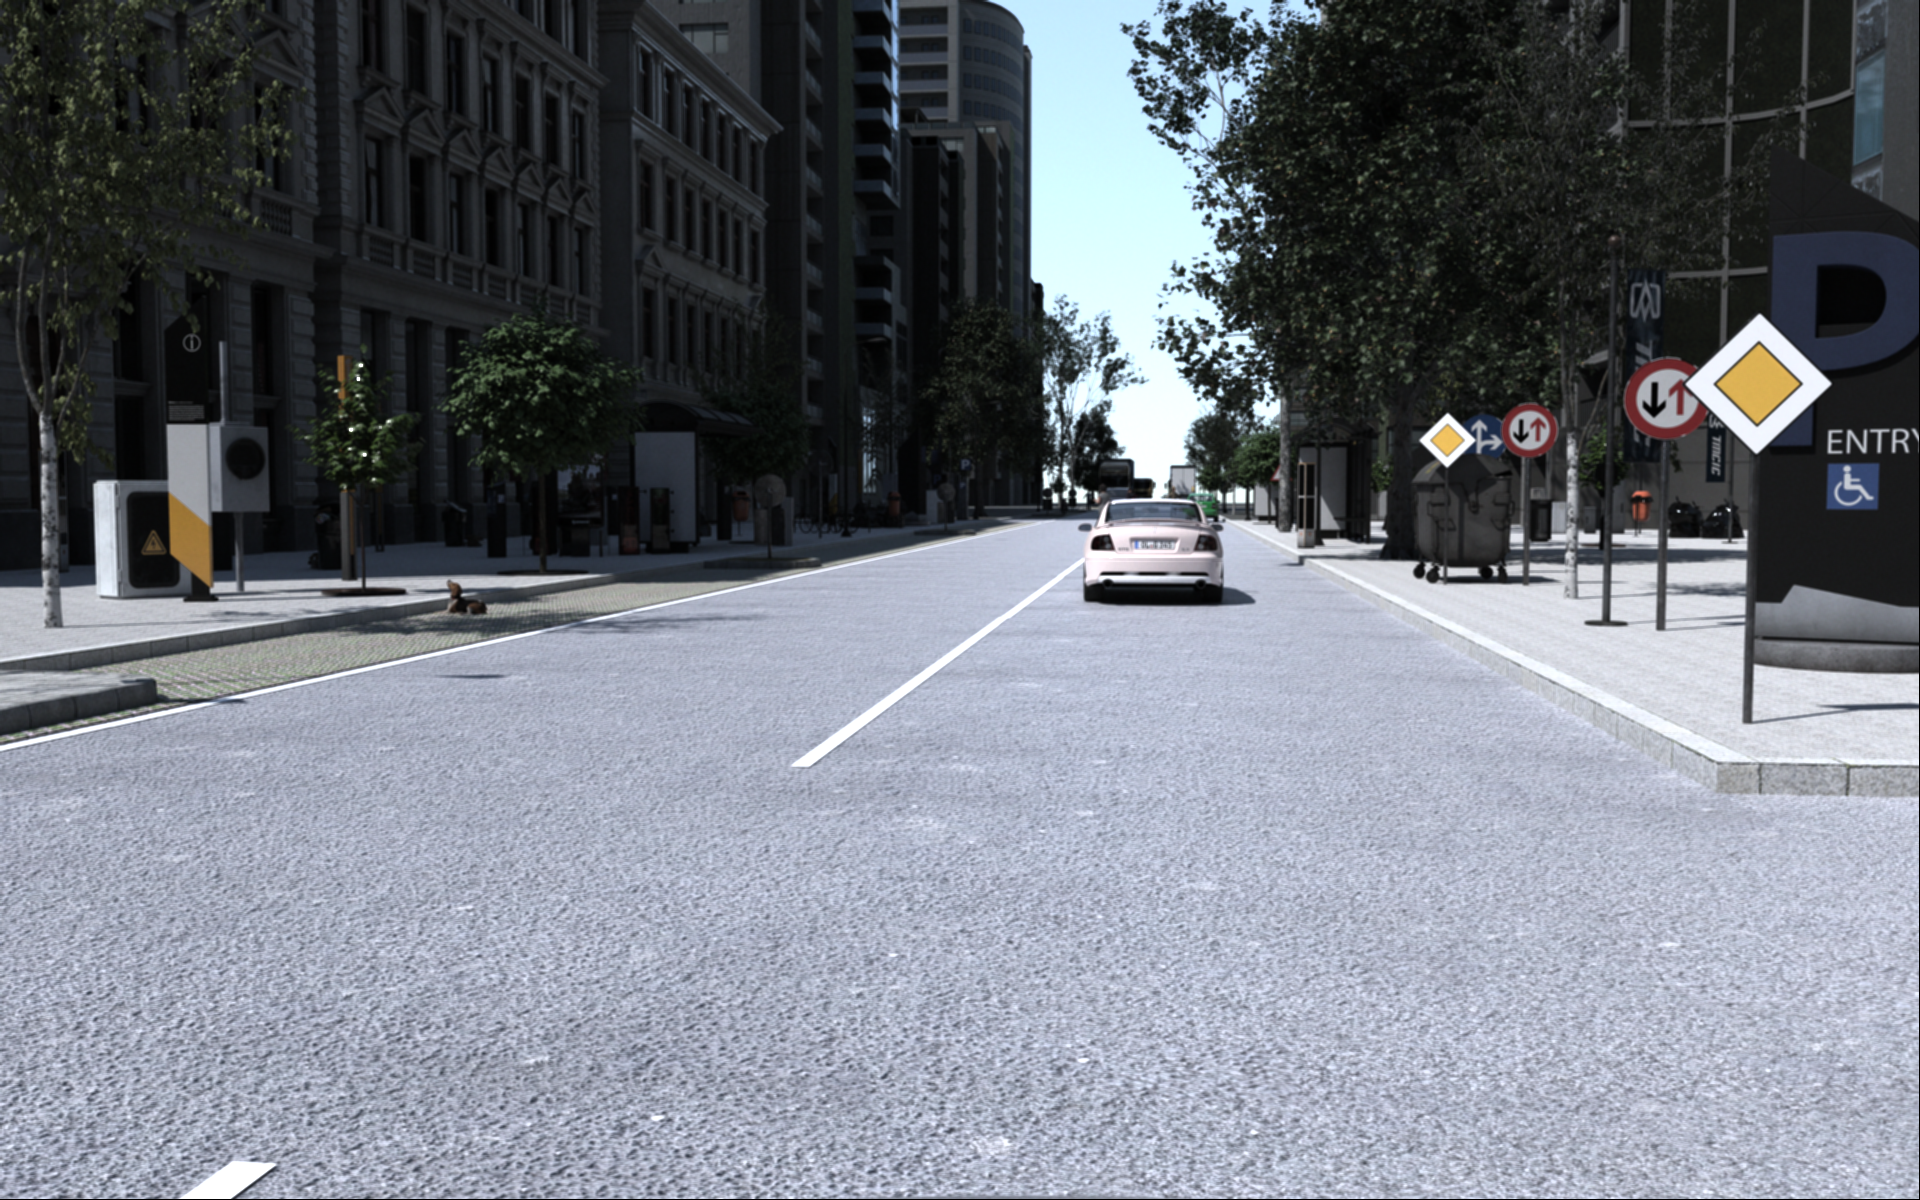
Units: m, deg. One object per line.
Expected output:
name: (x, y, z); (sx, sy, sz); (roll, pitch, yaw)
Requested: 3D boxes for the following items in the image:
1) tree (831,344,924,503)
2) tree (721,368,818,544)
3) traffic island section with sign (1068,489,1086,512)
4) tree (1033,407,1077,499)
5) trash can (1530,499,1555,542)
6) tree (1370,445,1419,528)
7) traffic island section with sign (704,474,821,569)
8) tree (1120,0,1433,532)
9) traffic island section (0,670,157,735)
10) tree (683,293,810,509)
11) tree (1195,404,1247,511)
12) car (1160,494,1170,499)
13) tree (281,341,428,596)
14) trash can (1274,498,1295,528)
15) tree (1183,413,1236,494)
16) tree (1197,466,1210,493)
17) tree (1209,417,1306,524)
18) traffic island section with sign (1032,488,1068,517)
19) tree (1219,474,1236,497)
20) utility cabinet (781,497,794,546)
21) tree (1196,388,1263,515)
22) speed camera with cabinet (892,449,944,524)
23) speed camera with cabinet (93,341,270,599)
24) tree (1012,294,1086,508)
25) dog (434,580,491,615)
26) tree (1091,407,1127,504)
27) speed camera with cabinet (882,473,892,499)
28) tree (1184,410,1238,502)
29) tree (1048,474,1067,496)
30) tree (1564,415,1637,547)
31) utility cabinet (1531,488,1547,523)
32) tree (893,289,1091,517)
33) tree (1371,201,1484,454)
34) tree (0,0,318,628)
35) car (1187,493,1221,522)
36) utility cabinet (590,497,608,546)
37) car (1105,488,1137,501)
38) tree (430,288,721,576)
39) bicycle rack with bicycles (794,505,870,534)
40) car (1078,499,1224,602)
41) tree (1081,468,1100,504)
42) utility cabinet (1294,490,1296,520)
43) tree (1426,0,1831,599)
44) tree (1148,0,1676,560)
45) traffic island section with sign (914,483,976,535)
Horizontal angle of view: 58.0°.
tree: (-3.986, -8.211, 84.606); (4.360, 8.622, 3.978); (0, 3, 0)
tree: (-5.372, -3.771, 45.371); (4.285, 4.588, 4.351); (0, 3, 0)
traffic island section with sign: (8.967, -7.859, 137.119); (1.989, 1.847, 2.006); (0, 4, 7)
tree: (7.573, -11.767, 142.760); (4.737, 8.622, 4.395); (0, 3, 0)
trash can: (15.579, -2.134, 46.544); (0.748, 1.137, 0.748); (0, 3, 0)
tree: (16.595, -4.379, 66.195); (1.663, 3.219, 1.824); (0, 3, 0)
traffic island section with sign: (-3.780, -1.539, 33.788); (1.989, 1.847, 2.006); (0, 4, 7)
tree: (11.919, -12.275, 56.579); (12.611, 20.169, 13.585); (0, 3, 0)
traffic island section: (-6.583, 0.687, 11.055); (2.009, 0.180, 2.903); (0, 4, 7)
tree: (-7.572, -6.877, 62.796); (4.737, 8.622, 4.395); (0, 3, 0)
tree: (20.396, -11.168, 132.964); (4.737, 8.622, 4.395); (0, 3, 0)
car: (25.669, -12.307, 213.021); (2.131, 1.459, 4.920); (1, 4, 8)
tree: (-7.556, -1.676, 22.009); (1.663, 3.219, 1.824); (0, 3, 0)
trash can: (11.689, -3.107, 62.458); (0.748, 1.137, 0.748); (0, 3, 0)
tree: (31.378, -17.750, 215.974); (9.928, 11.665, 9.643); (0, 3, 0)
tree: (18.415, -7.768, 110.722); (4.285, 4.588, 4.351); (0, 3, 0)
tree: (13.355, -5.530, 74.128); (4.285, 4.588, 4.351); (0, 3, 0)
traffic island section with sign: (5.621, -6.200, 109.999); (1.989, 1.847, 2.006); (0, 4, 7)
tree: (22.365, -9.295, 146.575); (1.663, 3.219, 1.824); (0, 3, 0)
utility cabinet: (-4.269, -1.938, 42.852); (0.306, 1.237, 1.020); (0, 4, -4)
tree: (16.609, -9.538, 106.308); (4.360, 8.622, 3.978); (0, 3, 0)
speed camera with cabinet: (-1.734, -4.835, 73.380); (2.038, 3.252, 0.660); (-1, 4, -9)
speed camera with cabinet: (-9.815, -1.685, 21.892); (0.660, 3.252, 2.038); (3, 4, 37)
tree: (10.327, -18.697, 161.590); (12.611, 20.169, 13.585); (0, 3, 0)
dog: (-5.899, -0.022, 20.561); (0.550, 0.427, 0.748); (-2, 4, -33)
tree: (17.473, -19.031, 228.160); (9.611, 12.733, 9.660); (0, 3, 0)
speed camera with cabinet: (-2.670, -5.021, 76.421); (0.660, 3.252, 2.038); (2, 4, 29)
tree: (28.191, -15.770, 192.251); (7.601, 10.594, 8.767); (-1, 4, -20)
tree: (8.763, -9.766, 154.281); (1.663, 3.219, 1.824); (0, 3, 0)
tree: (15.564, -2.911, 42.201); (1.663, 3.219, 1.824); (0, 3, 0)
utility cabinet: (20.833, -3.289, 62.451); (0.318, 1.500, 1.173); (0, 4, 3)
tree: (0.983, -11.009, 97.007); (9.611, 12.733, 9.660); (0, 3, 0)
tree: (11.800, -5.592, 41.797); (4.737, 8.622, 4.395); (0, 3, 0)
tree: (-8.521, -4.046, 16.521); (4.737, 8.622, 4.395); (0, 3, 0)
car: (12.450, -4.925, 89.313); (1.959, 1.807, 4.718); (1, 4, 9)
utility cabinet: (-9.166, -1.983, 43.588); (0.306, 1.237, 1.020); (-2, 4, -29)
car: (9.590, -5.903, 105.186); (2.281, 1.827, 5.304); (0, 4, 6)
tree: (-6.798, -2.695, 27.784); (4.285, 4.588, 4.351); (0, 3, 0)
bicycle rack with bicycles: (-4.239, -2.686, 57.303); (2.852, 0.926, 2.925); (-3, 5, -43)
car: (2.692, -0.735, 24.384); (2.083, 1.381, 4.827); (0, 4, 5)
tree: (18.932, -15.449, 236.307); (4.285, 4.588, 4.351); (0, 3, 0)
utility cabinet: (15.870, -4.570, 83.396); (1.173, 1.500, 0.318); (-2, 4, -27)
tree: (7.644, -4.308, 20.794); (4.360, 8.622, 3.978); (0, 3, 0)
tree: (8.726, -7.145, 33.830); (9.611, 12.733, 9.660); (0, 3, 0)
traffic island section with sign: (-0.483, -3.175, 60.542); (1.989, 1.847, 2.006); (0, 4, 7)
